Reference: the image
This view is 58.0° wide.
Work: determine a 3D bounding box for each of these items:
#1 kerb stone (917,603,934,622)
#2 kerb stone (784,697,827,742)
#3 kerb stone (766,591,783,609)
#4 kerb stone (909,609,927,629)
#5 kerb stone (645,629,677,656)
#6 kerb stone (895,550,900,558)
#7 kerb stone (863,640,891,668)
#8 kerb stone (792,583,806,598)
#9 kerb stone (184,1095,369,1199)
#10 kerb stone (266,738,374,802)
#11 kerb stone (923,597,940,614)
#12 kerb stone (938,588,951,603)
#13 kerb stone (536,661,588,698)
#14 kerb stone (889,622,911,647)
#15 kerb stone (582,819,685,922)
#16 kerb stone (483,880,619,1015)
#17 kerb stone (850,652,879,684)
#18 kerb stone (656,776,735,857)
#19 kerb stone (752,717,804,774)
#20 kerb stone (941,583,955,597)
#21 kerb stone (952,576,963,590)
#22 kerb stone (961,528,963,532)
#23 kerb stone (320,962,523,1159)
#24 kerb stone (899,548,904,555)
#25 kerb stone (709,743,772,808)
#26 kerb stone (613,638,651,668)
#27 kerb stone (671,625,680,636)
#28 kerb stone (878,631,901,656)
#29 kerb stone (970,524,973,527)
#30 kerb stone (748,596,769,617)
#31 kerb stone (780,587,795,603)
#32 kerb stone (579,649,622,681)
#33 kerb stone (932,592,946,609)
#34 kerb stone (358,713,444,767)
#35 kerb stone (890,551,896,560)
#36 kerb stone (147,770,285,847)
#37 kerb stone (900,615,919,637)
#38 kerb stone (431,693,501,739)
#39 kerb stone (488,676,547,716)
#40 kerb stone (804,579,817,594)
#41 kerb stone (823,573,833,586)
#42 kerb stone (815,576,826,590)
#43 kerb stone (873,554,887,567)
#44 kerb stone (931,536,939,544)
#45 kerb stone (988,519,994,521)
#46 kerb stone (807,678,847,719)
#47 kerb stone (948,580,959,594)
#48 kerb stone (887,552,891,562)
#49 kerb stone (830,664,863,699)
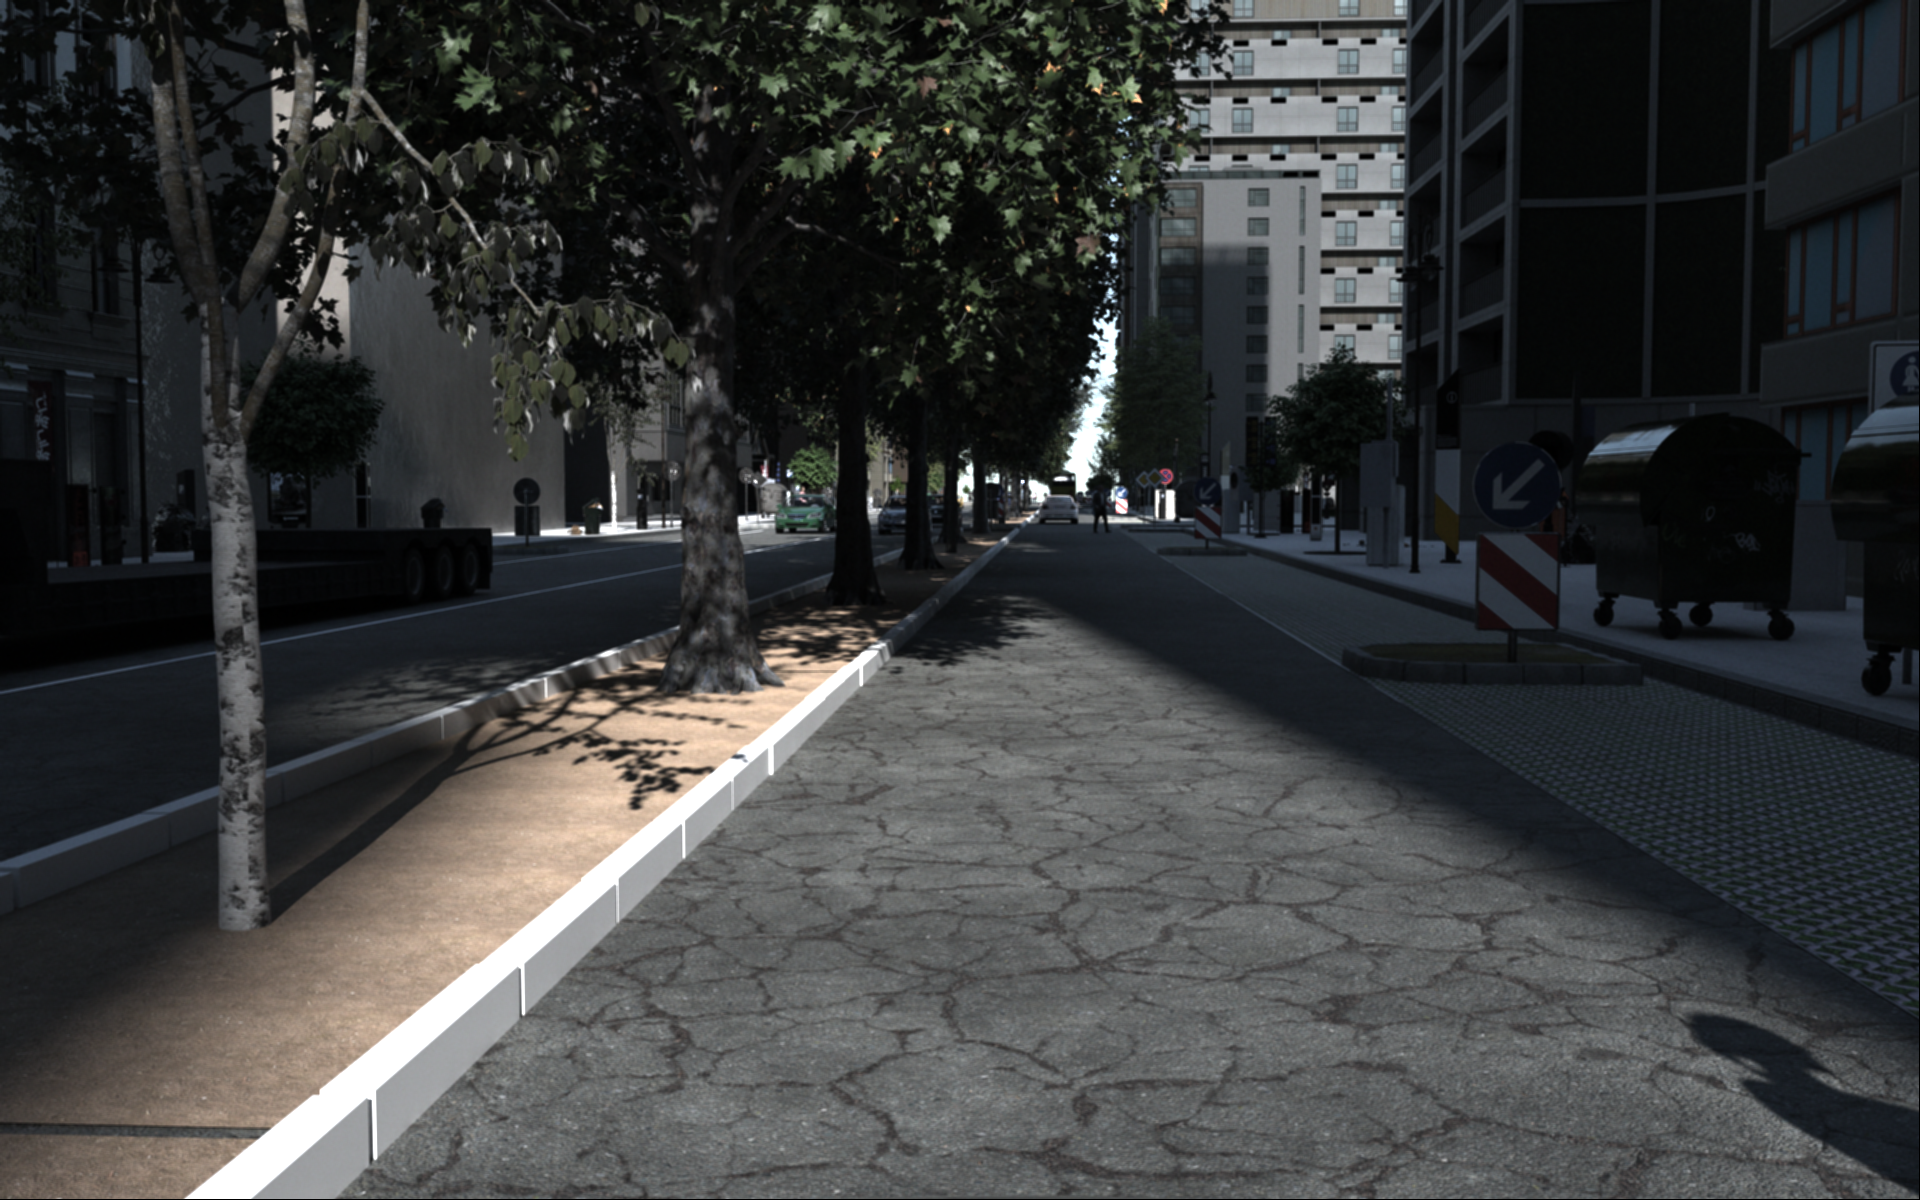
[{"bbox_3d":[-0.418,0.164,19.579,0.120,0.150,1.000,0,4,3],"label":"kerb stone"},{"bbox_3d":[-0.938,0.728,10.374,0.120,0.150,1.000,0,4,3],"label":"kerb stone"},{"bbox_3d":[-2.400,0.024,21.804,0.120,0.150,1.000,0,4,3],"label":"kerb stone"},{"bbox_3d":[-0.481,0.229,18.559,0.120,0.150,1.000,0,4,3],"label":"kerb stone"},{"bbox_3d":[-2.750,0.400,15.648,0.120,0.150,1.000,0,4,3],"label":"kerb stone"},{"bbox_3d":[-1.480,-0.978,38.178,0.120,0.150,1.000,0,4,3],"label":"kerb stone"},{"bbox_3d":[-0.709,0.473,14.465,0.120,0.150,1.000,0,4,3],"label":"kerb stone"},{"bbox_3d":[-2.287,-0.101,23.850,0.120,0.150,1.000,0,4,3],"label":"kerb stone"},{"bbox_3d":[-1.348,1.162,3.197,0.120,0.150,1.000,0,4,3],"label":"kerb stone"},{"bbox_3d":[-3.148,0.838,8.499,0.120,0.150,1.000,0,4,3],"label":"kerb stone"},{"bbox_3d":[-0.367,0.097,20.606,0.120,0.150,1.000,0,4,3],"label":"kerb stone"},{"bbox_3d":[-0.242,-0.028,22.654,0.120,0.150,1.000,0,4,3],"label":"kerb stone"},{"bbox_3d":[-2.917,0.588,12.583,0.120,0.150,1.000,0,4,3],"label":"kerb stone"},{"bbox_3d":[-0.595,0.348,16.510,0.120,0.150,1.000,0,4,3],"label":"kerb stone"},{"bbox_3d":[-1.174,0.973,6.281,0.120,0.150,1.000,0,4,3],"label":"kerb stone"},{"bbox_3d":[-1.230,1.043,5.260,0.120,0.150,1.000,0,4,3],"label":"kerb stone"},{"bbox_3d":[-0.764,0.541,13.440,0.120,0.150,1.000,0,4,3],"label":"kerb stone"},{"bbox_3d":[-1.115,0.911,7.305,0.120,0.150,1.000,0,4,3],"label":"kerb stone"},{"bbox_3d":[-0.990,0.787,9.353,0.120,0.150,1.000,0,4,3],"label":"kerb stone"},{"bbox_3d":[-0.199,-0.091,23.685,0.120,0.150,1.000,0,4,3],"label":"kerb stone"},{"bbox_3d":[-0.074,-0.214,25.731,0.120,0.150,1.000,0,4,3],"label":"kerb stone"},{"bbox_3d":[0.033,-2.604,64.808,0.120,0.150,1.000,0,4,3],"label":"kerb stone"},{"bbox_3d":[-1.289,1.099,4.228,0.120,0.150,1.000,0,4,3],"label":"kerb stone"},{"bbox_3d":[-1.422,-1.040,39.203,0.120,0.150,1.000,0,4,3],"label":"kerb stone"},{"bbox_3d":[-1.059,0.848,8.333,0.120,0.150,1.000,0,4,3],"label":"kerb stone"},{"bbox_3d":[-2.804,0.463,14.625,0.120,0.150,1.000,0,4,3],"label":"kerb stone"},{"bbox_3d":[-2.692,0.338,16.676,0.120,0.150,1.000,0,4,3],"label":"kerb stone"},{"bbox_3d":[-0.653,0.414,15.486,0.120,0.150,1.000,0,4,3],"label":"kerb stone"},{"bbox_3d":[0.640,-3.262,75.544,0.120,0.150,1.000,0,4,3],"label":"kerb stone"},{"bbox_3d":[-2.460,0.086,20.783,0.120,0.150,1.000,0,4,3],"label":"kerb stone"},{"bbox_3d":[-2.343,-0.039,22.828,0.120,0.150,1.000,0,4,3],"label":"kerb stone"},{"bbox_3d":[-2.862,0.525,13.604,0.120,0.150,1.000,0,4,3],"label":"kerb stone"},{"bbox_3d":[-0.301,0.036,21.631,0.120,0.150,1.000,0,4,3],"label":"kerb stone"},{"bbox_3d":[-3.090,0.776,9.521,0.120,0.150,1.000,0,4,3],"label":"kerb stone"},{"bbox_3d":[-1.532,-0.915,37.152,0.120,0.150,1.000,0,4,3],"label":"kerb stone"},{"bbox_3d":[-3.211,0.900,7.479,0.120,0.150,1.000,0,4,3],"label":"kerb stone"},{"bbox_3d":[-0.536,0.285,17.530,0.120,0.150,1.000,0,4,3],"label":"kerb stone"},{"bbox_3d":[-3.028,0.714,10.542,0.120,0.150,1.000,0,4,3],"label":"kerb stone"},{"bbox_3d":[-2.979,0.654,11.563,0.120,0.150,1.000,0,4,3],"label":"kerb stone"},{"bbox_3d":[-2.223,-0.164,24.870,0.120,0.150,1.000,0,4,3],"label":"kerb stone"},{"bbox_3d":[-2.120,-0.287,26.913,0.120,0.150,1.000,0,4,3],"label":"kerb stone"},{"bbox_3d":[-2.171,-0.226,25.892,0.120,0.150,1.000,0,4,3],"label":"kerb stone"},{"bbox_3d":[-1.641,-0.790,35.106,0.120,0.150,1.000,0,4,3],"label":"kerb stone"},{"bbox_3d":[-0.727,-1.792,51.499,0.120,0.150,1.000,0,4,3],"label":"kerb stone"},{"bbox_3d":[1.793,-4.514,95.999,0.120,0.150,1.000,0,4,3],"label":"kerb stone"},{"bbox_3d":[-0.884,0.661,11.394,0.120,0.150,1.000,0,4,3],"label":"kerb stone"},{"bbox_3d":[-0.136,-0.153,24.707,0.120,0.150,1.000,0,4,3],"label":"kerb stone"},{"bbox_3d":[-1.592,-0.852,36.127,0.120,0.150,1.000,0,4,3],"label":"kerb stone"},{"bbox_3d":[-0.829,0.598,12.419,0.120,0.150,1.000,0,4,3],"label":"kerb stone"}]
